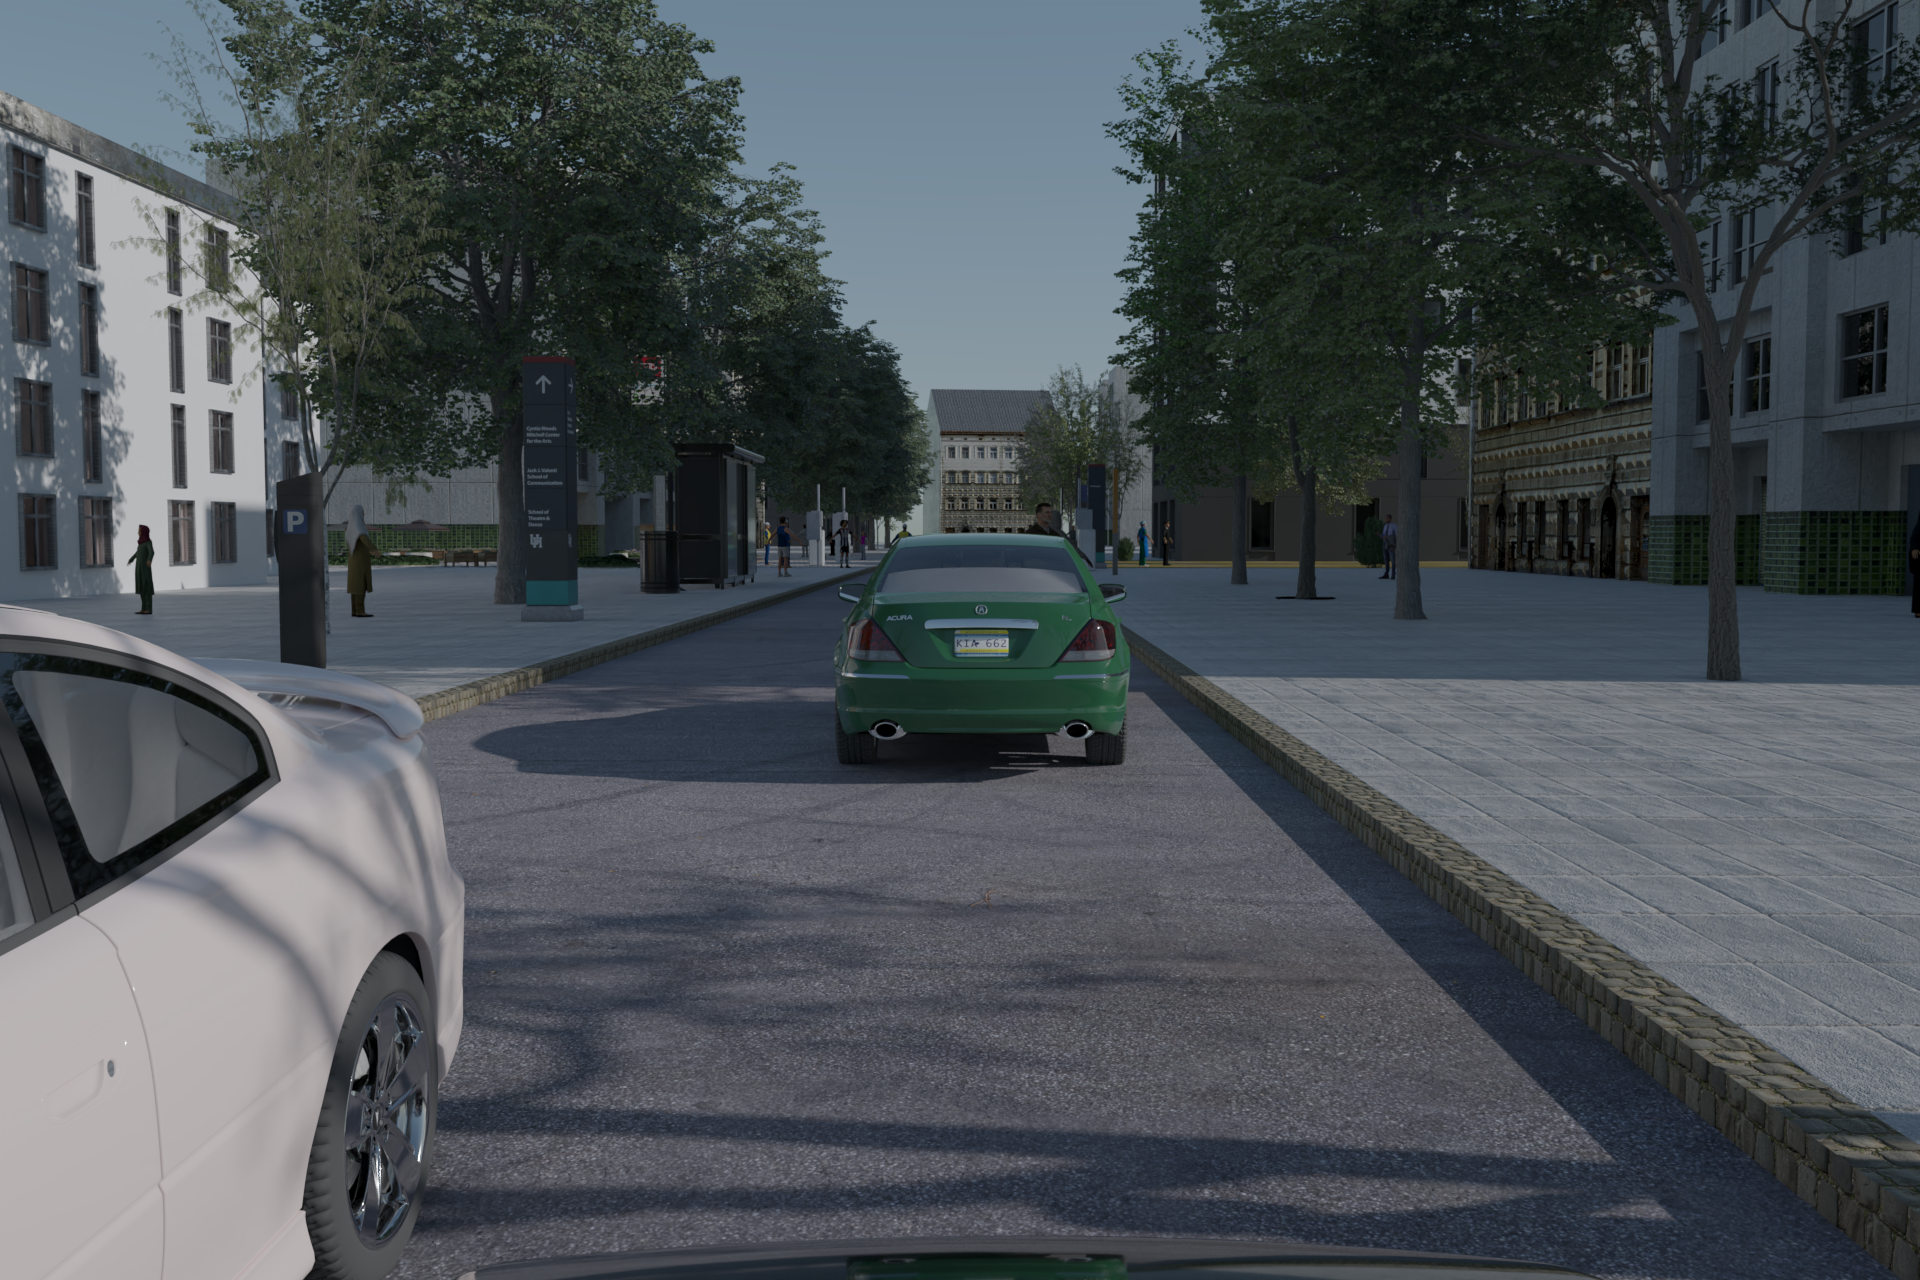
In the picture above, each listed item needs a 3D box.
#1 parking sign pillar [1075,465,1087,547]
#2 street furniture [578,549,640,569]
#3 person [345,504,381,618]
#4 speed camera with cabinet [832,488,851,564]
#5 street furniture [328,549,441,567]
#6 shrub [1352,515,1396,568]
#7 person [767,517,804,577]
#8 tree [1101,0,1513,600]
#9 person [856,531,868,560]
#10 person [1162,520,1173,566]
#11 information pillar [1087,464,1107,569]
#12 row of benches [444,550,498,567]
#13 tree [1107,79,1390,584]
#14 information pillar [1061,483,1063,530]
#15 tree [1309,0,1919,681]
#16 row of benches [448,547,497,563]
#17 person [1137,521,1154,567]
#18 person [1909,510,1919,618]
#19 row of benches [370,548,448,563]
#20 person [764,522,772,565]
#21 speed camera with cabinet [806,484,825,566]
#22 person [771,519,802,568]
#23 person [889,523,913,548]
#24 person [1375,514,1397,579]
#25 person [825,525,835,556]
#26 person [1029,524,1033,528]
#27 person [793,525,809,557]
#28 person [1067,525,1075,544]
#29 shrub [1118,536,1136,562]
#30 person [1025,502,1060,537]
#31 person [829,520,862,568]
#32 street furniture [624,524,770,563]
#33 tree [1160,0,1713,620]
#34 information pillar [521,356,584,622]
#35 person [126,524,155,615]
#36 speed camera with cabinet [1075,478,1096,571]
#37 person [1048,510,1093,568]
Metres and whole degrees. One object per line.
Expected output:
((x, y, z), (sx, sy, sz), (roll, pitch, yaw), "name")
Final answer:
((4.805, -4.910, 68.757), (1.447, 3.967, 1.447), (0, 4, 2), "parking sign pillar")
((-11.801, -3.166, 67.393), (5.734, 0.657, 10.072), (0, 4, -2), "street furniture")
((-9.211, -1.223, 26.769), (0.721, 1.736, 1.217), (-3, 4, -36), "person")
((-5.105, -4.906, 74.546), (0.660, 3.252, 2.038), (0, 4, 3), "speed camera with cabinet")
((-26.112, -3.322, 69.934), (10.072, 0.657, 5.734), (-1, 4, -10), "street furniture")
((15.690, -3.744, 65.641), (1.690, 2.028, 1.600), (0, 3, 0), "shrub")
((-5.304, -2.811, 52.127), (1.345, 1.807, 0.704), (2, 4, 31), "person")
((6.715, -6.596, 33.607), (9.928, 11.665, 9.643), (0, 3, 0), "tree")
((-4.833, -4.667, 85.565), (0.599, 1.433, 0.991), (-3, 5, -40), "person")
((8.379, -3.927, 70.147), (0.705, 1.837, 1.347), (1, 4, 18), "person")
((5.069, -4.590, 64.426), (0.750, 3.857, 0.750), (0, 4, 0), "information pillar")
((-18.606, -3.282, 69.118), (1.422, 0.672, 4.104), (3, 5, 41), "row of benches")
((7.350, -7.673, 43.573), (7.486, 12.596, 7.792), (0, 3, 0), "tree")
((4.644, -5.360, 78.991), (0.183, 3.616, 0.504), (0, 4, -1), "information pillar")
((6.930, -4.942, 15.209), (8.767, 10.594, 7.601), (2, 4, 32), "tree")
((-22.267, -3.900, 79.233), (1.422, 0.672, 4.104), (1, 4, 11), "row of benches")
((7.264, -3.811, 68.440), (0.704, 1.817, 1.347), (-1, 4, -19), "person")
((14.787, -1.196, 26.344), (1.214, 1.737, 0.721), (-3, 4, -36), "person")
((-24.708, -3.713, 76.176), (4.104, 0.672, 1.422), (-1, 4, -8), "row of benches")
((-7.926, -4.003, 71.913), (0.721, 1.772, 1.216), (0, 4, -5), "person")
((-5.828, -4.616, 69.802), (0.660, 3.252, 2.038), (0, 4, 0), "speed camera with cabinet")
((-6.575, -3.643, 65.414), (1.347, 1.847, 0.705), (-2, 4, -34), "person")
((-2.081, -3.500, 65.656), (1.349, 1.833, 0.705), (1, 4, 18), "person")
((12.047, -2.635, 48.988), (0.599, 1.838, 0.709), (-2, 4, -28), "person")
((-7.585, -5.902, 102.681), (0.705, 1.806, 1.347), (-3, 5, -40), "person")
((3.820, -5.312, 93.072), (0.704, 1.802, 1.346), (2, 4, 27), "person")
((-8.557, -5.459, 95.440), (1.347, 1.806, 0.705), (-3, 4, -36), "person")
((6.629, -5.806, 101.199), (1.348, 1.796, 0.705), (-1, 4, -12), "person")
((7.723, -4.269, 80.909), (1.383, 1.207, 1.383), (0, 3, 0), "shrub")
((1.032, -0.755, 20.936), (1.346, 1.812, 0.704), (-3, 5, -41), "person")
((-4.337, -3.611, 65.184), (1.345, 1.843, 0.704), (-2, 4, -28), "person")
((-13.573, -4.499, 80.415), (9.812, 1.723, 11.010), (0, 4, 0), "street furniture")
((6.826, -6.557, 25.333), (7.486, 12.596, 7.792), (0, 3, 0), "tree")
((-6.043, -2.215, 25.589), (0.750, 3.857, 0.750), (0, 4, 1), "information pillar")
((-13.068, -1.125, 27.613), (0.599, 1.438, 0.989), (-3, 5, -44), "person")
((4.411, -4.062, 60.749), (0.660, 3.252, 2.038), (0, 4, 0), "speed camera with cabinet")
((1.530, -1.167, 27.668), (1.348, 1.813, 0.705), (3, 5, 42), "person")
